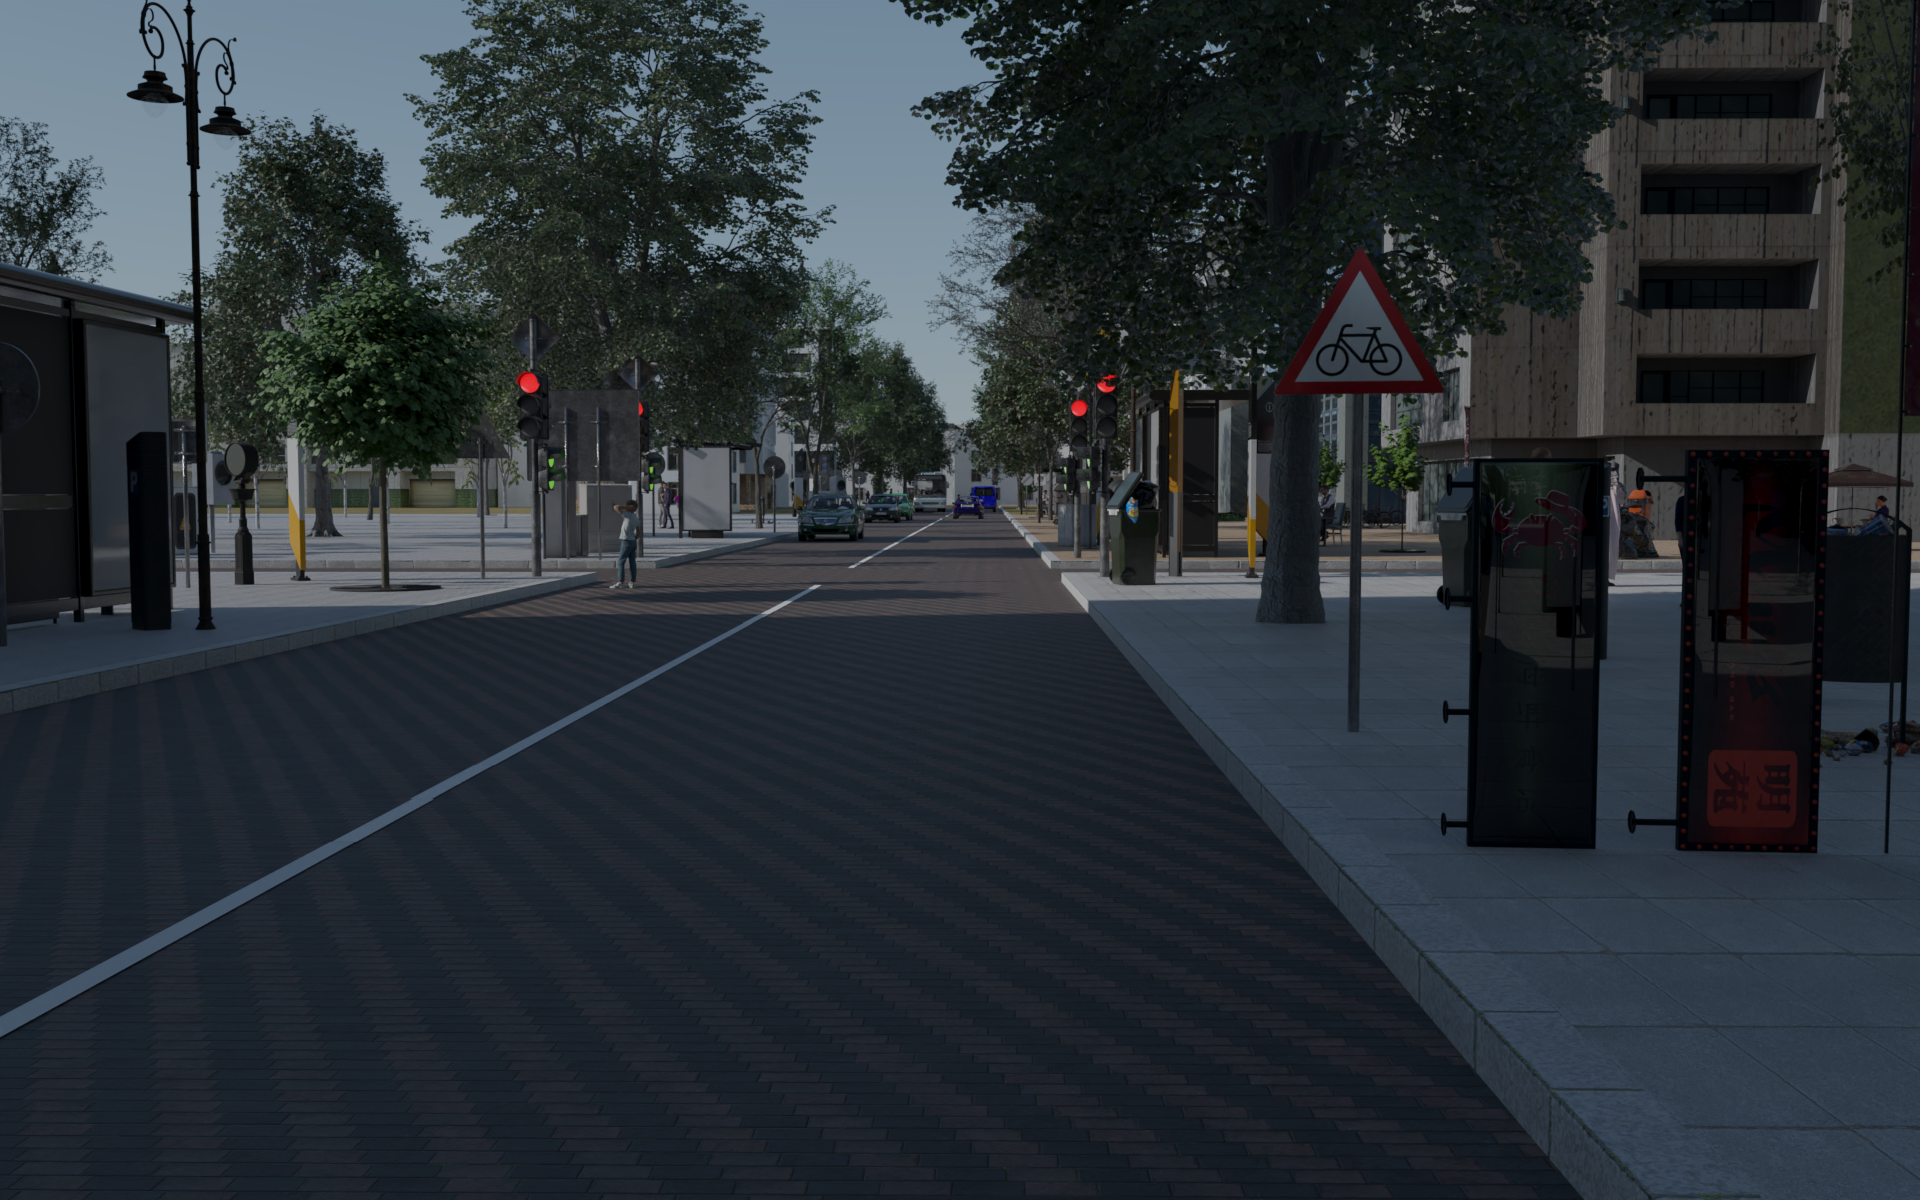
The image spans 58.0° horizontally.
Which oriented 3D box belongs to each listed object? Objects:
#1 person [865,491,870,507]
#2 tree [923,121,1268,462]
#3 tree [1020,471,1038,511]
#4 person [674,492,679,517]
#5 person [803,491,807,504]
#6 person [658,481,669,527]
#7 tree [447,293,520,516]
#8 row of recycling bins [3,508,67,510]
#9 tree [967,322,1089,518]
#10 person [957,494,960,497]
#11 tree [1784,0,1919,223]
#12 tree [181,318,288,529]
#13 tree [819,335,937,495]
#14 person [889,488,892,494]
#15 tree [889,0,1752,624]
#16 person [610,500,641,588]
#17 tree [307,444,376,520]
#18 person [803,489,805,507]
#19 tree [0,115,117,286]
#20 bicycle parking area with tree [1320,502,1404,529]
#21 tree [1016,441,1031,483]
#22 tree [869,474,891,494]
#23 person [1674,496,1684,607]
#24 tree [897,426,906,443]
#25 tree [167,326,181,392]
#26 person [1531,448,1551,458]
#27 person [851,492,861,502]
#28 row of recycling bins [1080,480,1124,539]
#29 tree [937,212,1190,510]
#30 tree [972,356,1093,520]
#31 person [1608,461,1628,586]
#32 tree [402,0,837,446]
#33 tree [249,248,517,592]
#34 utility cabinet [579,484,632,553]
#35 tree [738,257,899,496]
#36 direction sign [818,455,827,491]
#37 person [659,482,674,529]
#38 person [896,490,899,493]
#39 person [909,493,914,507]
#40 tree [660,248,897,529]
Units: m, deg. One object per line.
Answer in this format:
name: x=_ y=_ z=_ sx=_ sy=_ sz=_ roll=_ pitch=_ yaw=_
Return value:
person: x=-9.444 y=-10.341 z=176.582 sx=0.593 sy=1.643 sz=0.415 roll=-3 pitch=5 yaw=-40
tree: x=4.149 y=-8.619 z=51.288 sx=12.009 sy=13.543 sz=11.850 roll=0 pitch=3 yaw=0
tree: x=5.107 y=-8.316 z=130.560 sx=1.663 sy=3.219 sz=1.824 roll=0 pitch=3 yaw=0
person: x=-15.284 y=-5.199 z=94.285 sx=0.726 sy=1.435 sz=0.776 roll=0 pitch=4 yaw=2
person: x=-16.773 y=-11.002 z=186.372 sx=0.683 sy=1.767 sz=0.568 roll=1 pitch=4 yaw=13
person: x=-11.702 y=-3.800 z=68.308 sx=0.434 sy=1.807 sz=0.598 roll=-1 pitch=4 yaw=-12
tree: x=-28.406 y=-11.813 z=103.514 sx=12.009 sy=13.543 sz=11.850 roll=0 pitch=3 yaw=0
row of recycling bins: x=-18.155 y=-1.683 z=34.624 sx=3.534 sy=1.692 sz=1.069 roll=0 pitch=4 yaw=1
tree: x=4.224 y=-10.233 z=93.058 sx=9.928 sy=11.665 sz=9.643 roll=0 pitch=3 yaw=0
person: x=-0.098 y=-6.126 z=111.913 sx=0.557 sy=1.426 sz=1.065 roll=0 pitch=4 yaw=-2
tree: x=10.743 y=-4.161 z=18.398 sx=4.360 sy=8.622 sz=3.978 roll=0 pitch=3 yaw=0
tree: x=-25.896 y=-6.939 z=63.813 sx=4.360 sy=8.622 sz=3.978 roll=0 pitch=3 yaw=0
tree: x=-5.707 y=-12.724 z=125.040 sx=9.611 sy=12.733 sz=9.660 roll=0 pitch=3 yaw=0
person: x=-7.001 y=-10.488 z=177.144 sx=0.705 sy=1.869 sz=1.348 roll=1 pitch=4 yaw=23
tree: x=3.302 y=-6.758 z=17.146 sx=9.857 sy=13.997 sz=8.962 roll=0 pitch=3 yaw=0
person: x=-5.100 y=-0.856 z=26.403 sx=0.340 sy=1.345 sz=0.435 roll=1 pitch=4 yaw=19
tree: x=-28.745 y=-9.208 z=84.962 sx=7.601 sy=10.594 sz=8.767 roll=0 pitch=4 yaw=7
person: x=-15.621 y=-10.076 z=171.313 sx=0.721 sy=1.766 sz=1.217 roll=-2 pitch=4 yaw=-28
tree: x=-23.052 y=-6.504 z=40.752 sx=8.767 sy=10.594 sz=7.601 roll=0 pitch=4 yaw=6
bicycle parking area with tree: x=17.444 y=-4.901 z=67.129 sx=9.016 sy=4.147 sz=8.231 roll=2 pitch=4 yaw=26
tree: x=5.963 y=-12.954 z=162.163 sx=4.737 sy=8.622 sz=4.395 roll=0 pitch=3 yaw=0
tree: x=-6.286 y=-8.822 z=138.844 sx=1.663 sy=3.219 sz=1.824 roll=0 pitch=3 yaw=0
person: x=8.186 y=-0.659 z=19.366 sx=0.480 sy=1.512 sz=0.613 roll=0 pitch=4 yaw=-2
tree: x=-6.888 y=-10.599 z=107.698 sx=7.601 sy=10.594 sz=8.767 roll=-2 pitch=4 yaw=-31
tree: x=-32.284 y=-7.206 z=68.176 sx=4.360 sy=8.622 sz=3.978 roll=0 pitch=3 yaw=0
person: x=5.983 y=-0.685 z=17.788 sx=0.434 sy=1.755 sz=0.990 roll=-1 pitch=4 yaw=-22
person: x=-11.132 y=-10.851 z=184.179 sx=1.217 sy=1.736 sz=0.721 roll=0 pitch=4 yaw=-1
row of recycling bins: x=4.981 y=-2.582 z=49.321 sx=3.534 sy=1.692 sz=1.069 roll=-1 pitch=4 yaw=-18
tree: x=4.520 y=-9.024 z=64.555 sx=9.611 sy=12.733 sz=9.660 roll=0 pitch=3 yaw=0
tree: x=4.214 y=-9.129 z=83.677 sx=8.767 sy=10.594 sz=7.601 roll=2 pitch=4 yaw=28
person: x=8.996 y=-1.062 z=24.081 sx=0.551 sy=1.740 sz=0.621 roll=2 pitch=4 yaw=29
tree: x=-7.870 y=-8.166 z=40.168 sx=9.857 sy=13.997 sz=8.962 roll=0 pitch=3 yaw=0
tree: x=-7.666 y=-2.418 z=23.253 sx=4.285 sy=4.588 sz=4.351 roll=0 pitch=3 yaw=0
utility cabinet: x=-7.602 y=-1.747 z=37.235 sx=0.318 sy=1.500 sz=1.173 roll=3 pitch=5 yaw=43
tree: x=-6.574 y=-9.262 z=77.188 sx=9.928 sy=11.665 sz=9.643 roll=0 pitch=3 yaw=0
direction sign: x=-8.095 y=-6.656 z=100.827 sx=0.876 sy=3.537 sz=0.379 roll=2 pitch=4 yaw=32
person: x=-10.848 y=-3.491 z=64.042 sx=0.530 sy=1.710 sz=0.541 roll=-1 pitch=4 yaw=-14
person: x=-6.620 y=-10.989 z=186.437 sx=0.721 sy=1.736 sz=1.217 roll=-2 pitch=4 yaw=-30
person: x=-4.878 y=-10.176 z=175.673 sx=1.065 sy=1.426 sz=0.557 roll=-2 pitch=4 yaw=-27
tree: x=-7.354 y=-7.930 z=64.060 sx=8.767 sy=10.594 sz=7.601 roll=0 pitch=4 yaw=6
